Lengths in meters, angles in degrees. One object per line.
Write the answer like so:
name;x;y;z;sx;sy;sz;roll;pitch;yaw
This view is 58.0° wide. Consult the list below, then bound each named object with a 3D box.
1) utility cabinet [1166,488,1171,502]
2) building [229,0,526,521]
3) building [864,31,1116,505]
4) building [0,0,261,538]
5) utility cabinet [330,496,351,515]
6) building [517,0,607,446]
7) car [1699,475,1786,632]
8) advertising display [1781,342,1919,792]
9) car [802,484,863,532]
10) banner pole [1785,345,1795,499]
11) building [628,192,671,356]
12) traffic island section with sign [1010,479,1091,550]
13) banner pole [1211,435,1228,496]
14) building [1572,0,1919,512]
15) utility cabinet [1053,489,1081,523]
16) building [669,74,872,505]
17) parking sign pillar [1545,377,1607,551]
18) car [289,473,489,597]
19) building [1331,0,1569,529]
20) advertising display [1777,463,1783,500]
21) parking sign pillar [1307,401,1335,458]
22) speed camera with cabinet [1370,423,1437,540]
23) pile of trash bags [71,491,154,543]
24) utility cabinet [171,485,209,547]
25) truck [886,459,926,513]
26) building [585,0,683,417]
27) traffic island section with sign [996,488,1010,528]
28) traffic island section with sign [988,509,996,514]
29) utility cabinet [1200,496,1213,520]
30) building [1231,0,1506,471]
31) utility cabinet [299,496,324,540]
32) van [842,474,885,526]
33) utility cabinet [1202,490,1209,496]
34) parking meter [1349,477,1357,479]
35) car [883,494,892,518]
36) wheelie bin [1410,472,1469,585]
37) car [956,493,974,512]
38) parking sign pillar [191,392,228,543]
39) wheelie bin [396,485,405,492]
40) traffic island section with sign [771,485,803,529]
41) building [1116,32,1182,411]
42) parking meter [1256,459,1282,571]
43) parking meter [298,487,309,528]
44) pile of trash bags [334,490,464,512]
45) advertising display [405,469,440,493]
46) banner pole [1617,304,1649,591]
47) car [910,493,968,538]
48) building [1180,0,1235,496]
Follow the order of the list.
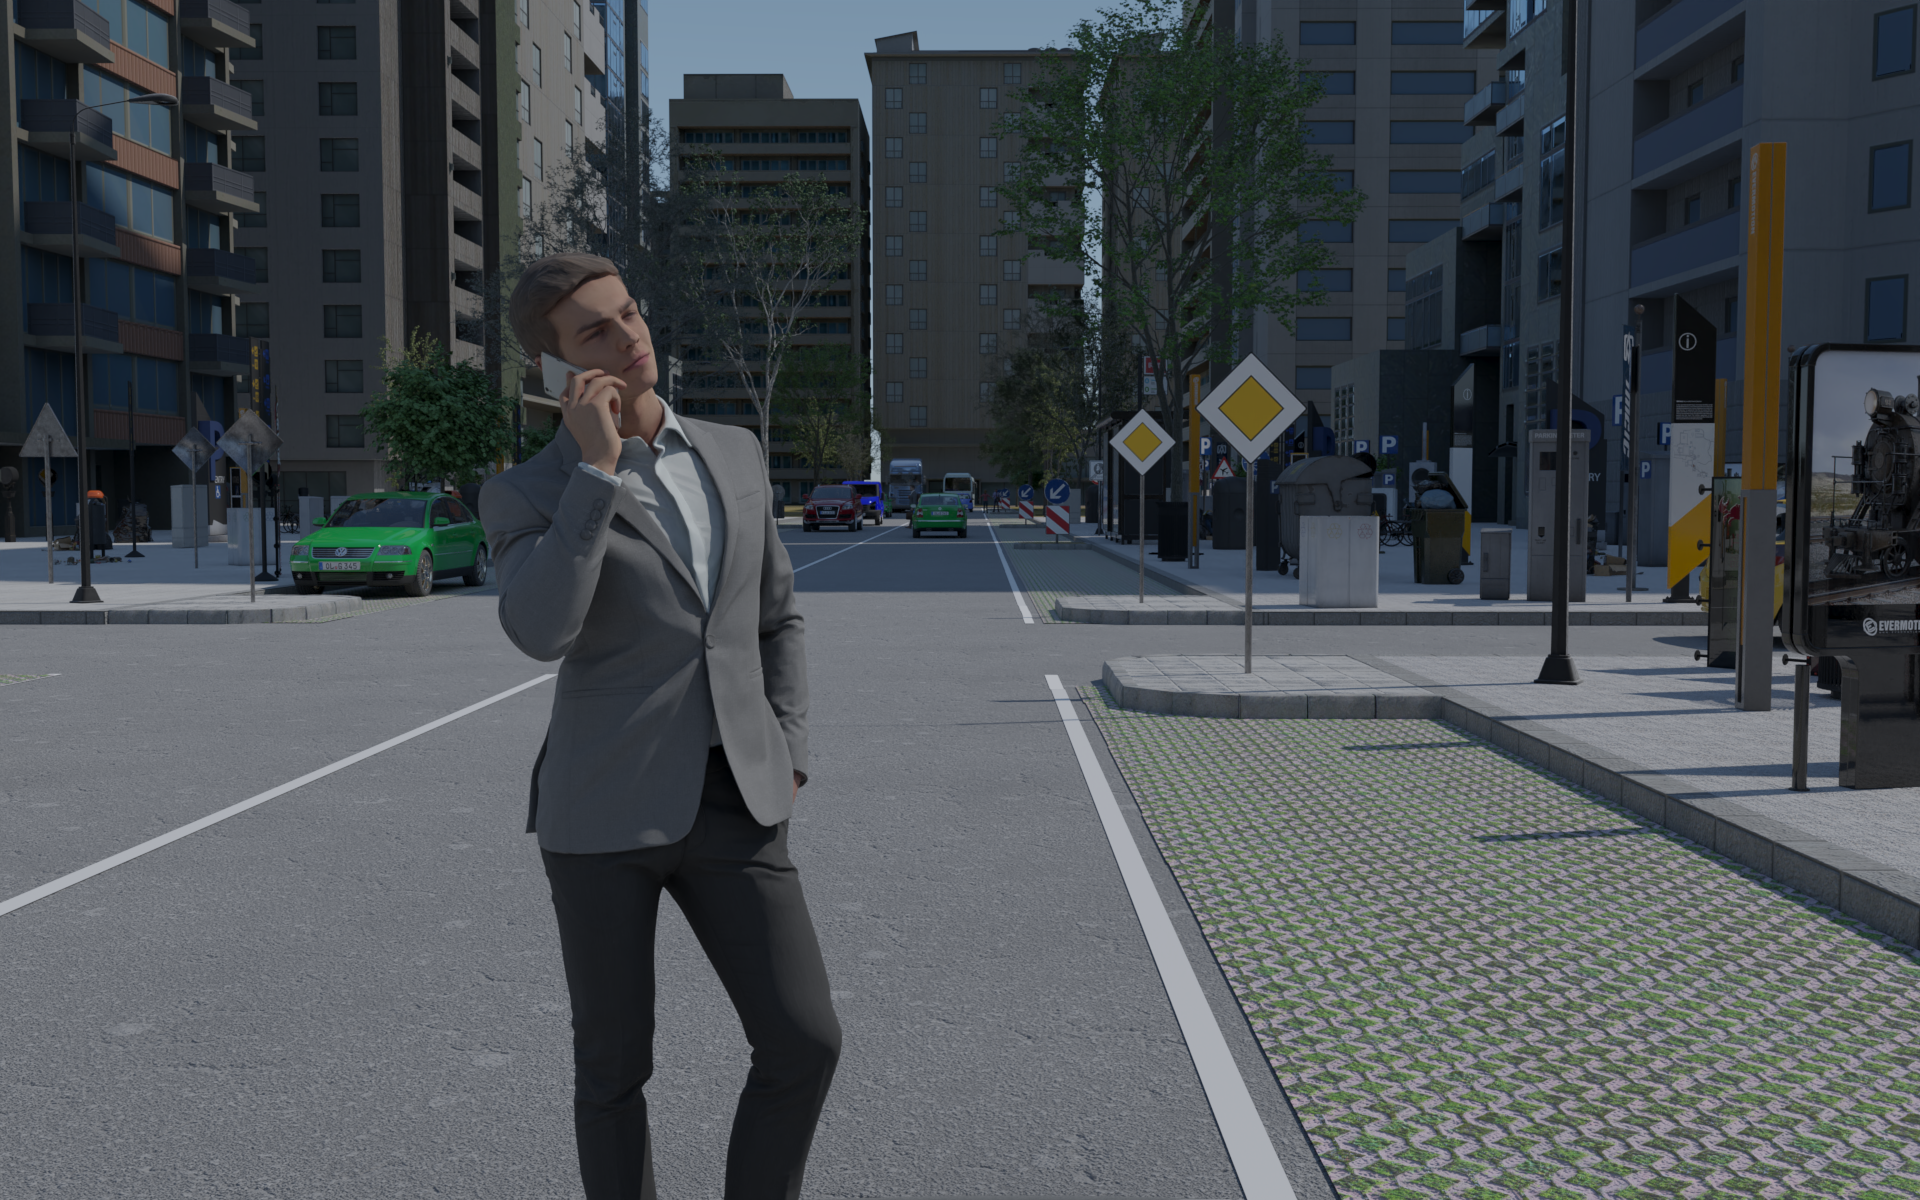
utility cabinet;7.986;-3.334;63.183;1.173;1.500;0.318;-3;5;-43
building;-30.524;-19.236;86.209;14.160;30.474;14.107;0;4;1
building;3.297;-37.751;206.469;27.495;52.752;28.713;0;4;1
building;-37.101;-24.573;56.400;22.147;44.769;28.867;0;4;1
utility cabinet;-18.913;-2.594;53.574;1.020;1.237;0.306;-1;4;-16
building;-37.924;-31.773;108.730;28.713;52.752;27.495;0;4;1
car;9.279;-0.390;16.605;3.980;1.641;2.015;0;4;2
advertising display;4.045;-0.142;7.539;0.974;1.923;0.123;-1;4;-13
car;-4.896;-3.577;67.161;2.281;1.827;5.304;0;4;1
banner pole;13.913;-2.382;28.968;0.401;3.779;0.863;1;4;11
building;-44.421;-31.681;209.863;23.993;40.220;32.217;0;4;1
traffic island section with sign;2.397;-2.235;45.165;1.989;1.847;2.006;0;4;1
banner pole;10.901;-5.090;73.234;0.863;3.779;0.401;1;4;15
building;63.950;-36.886;145.080;28.212;58.520;21.231;0;4;1
utility cabinet;4.604;-4.026;74.497;1.173;1.500;0.318;0;4;6
building;-21.662;-35.471;203.657;21.600;48.544;21.300;0;4;1
parking sign pillar;14.139;-3.139;39.787;1.447;3.967;1.447;0;4;5
car;-8.268;-1.014;25.383;1.959;1.807;4.718;0;3;0
building;29.797;-46.308;69.808;22.319;86.520;31.000;0;4;1
advertising display;16.685;-1.871;35.797;0.974;1.923;0.123;2;4;25
parking sign pillar;10.536;-3.795;50.520;1.447;3.967;1.447;2;4;31
speed camera with cabinet;12.140;-3.285;48.049;2.038;3.252;0.660;1;4;23
pile of trash bags;-22.215;-2.165;45.143;1.912;1.369;3.447;-1;4;-16
utility cabinet;-18.455;-2.006;41.476;0.318;1.500;1.173;0;4;3
truck;-3.959;-9.000;136.906;2.967;4.110;18.799;0;4;1
building;-38.890;-50.915;145.128;31.000;86.520;22.319;0;4;1
traffic island section with sign;2.647;-3.923;72.776;1.989;1.847;2.006;0;4;1
traffic island section with sign;3.113;-6.992;122.942;1.989;1.847;2.006;0;4;1
utility cabinet;9.577;-3.556;69.300;1.020;1.237;0.306;1;4;23
building;29.678;-35.355;120.061;21.231;58.520;28.212;0;4;1
utility cabinet;-16.819;-2.067;44.955;0.306;1.237;1.020;0;4;-1
van;-4.556;-4.631;80.106;2.240;2.365;5.245;0;4;-1
utility cabinet;13.604;-5.295;95.254;0.318;1.500;1.173;2;4;26
parking meter;6.139;-1.348;27.753;0.399;1.863;0.255;-2;4;-24
car;-5.120;-5.954;106.146;1.959;1.807;4.718;0;4;0
wheelie bin;6.814;-1.028;24.710;0.693;1.594;0.980;0;4;-6
car;0.156;-7.786;136.891;1.945;1.707;3.694;0;4;-1
parking sign pillar;-20.059;-3.536;46.294;1.447;3.967;1.447;0;4;-4
wheelie bin;-20.293;-3.367;62.954;0.693;1.594;0.980;-1;4;-23
traffic island section with sign;-7.584;-3.879;72.044;1.989;1.847;2.006;0;4;1
building;30.795;-37.767;206.736;27.495;52.752;28.713;0;4;1
parking meter;5.174;-1.424;28.986;0.399;1.863;0.255;-3;4;-38
parking meter;-24.502;-3.441;64.670;0.372;1.533;0.369;0;3;0
pile of trash bags;-13.567;-1.961;41.822;3.447;1.369;1.912;1;4;14
advertising display;-12.444;-2.144;40.270;0.123;1.923;0.974;3;4;36
banner pole;8.826;-2.005;22.800;0.401;3.779;0.863;3;4;39
car;-0.690;-2.990;57.681;1.959;1.807;4.718;0;4;-1
building;30.477;-31.940;145.913;21.300;48.544;21.600;0;4;1
